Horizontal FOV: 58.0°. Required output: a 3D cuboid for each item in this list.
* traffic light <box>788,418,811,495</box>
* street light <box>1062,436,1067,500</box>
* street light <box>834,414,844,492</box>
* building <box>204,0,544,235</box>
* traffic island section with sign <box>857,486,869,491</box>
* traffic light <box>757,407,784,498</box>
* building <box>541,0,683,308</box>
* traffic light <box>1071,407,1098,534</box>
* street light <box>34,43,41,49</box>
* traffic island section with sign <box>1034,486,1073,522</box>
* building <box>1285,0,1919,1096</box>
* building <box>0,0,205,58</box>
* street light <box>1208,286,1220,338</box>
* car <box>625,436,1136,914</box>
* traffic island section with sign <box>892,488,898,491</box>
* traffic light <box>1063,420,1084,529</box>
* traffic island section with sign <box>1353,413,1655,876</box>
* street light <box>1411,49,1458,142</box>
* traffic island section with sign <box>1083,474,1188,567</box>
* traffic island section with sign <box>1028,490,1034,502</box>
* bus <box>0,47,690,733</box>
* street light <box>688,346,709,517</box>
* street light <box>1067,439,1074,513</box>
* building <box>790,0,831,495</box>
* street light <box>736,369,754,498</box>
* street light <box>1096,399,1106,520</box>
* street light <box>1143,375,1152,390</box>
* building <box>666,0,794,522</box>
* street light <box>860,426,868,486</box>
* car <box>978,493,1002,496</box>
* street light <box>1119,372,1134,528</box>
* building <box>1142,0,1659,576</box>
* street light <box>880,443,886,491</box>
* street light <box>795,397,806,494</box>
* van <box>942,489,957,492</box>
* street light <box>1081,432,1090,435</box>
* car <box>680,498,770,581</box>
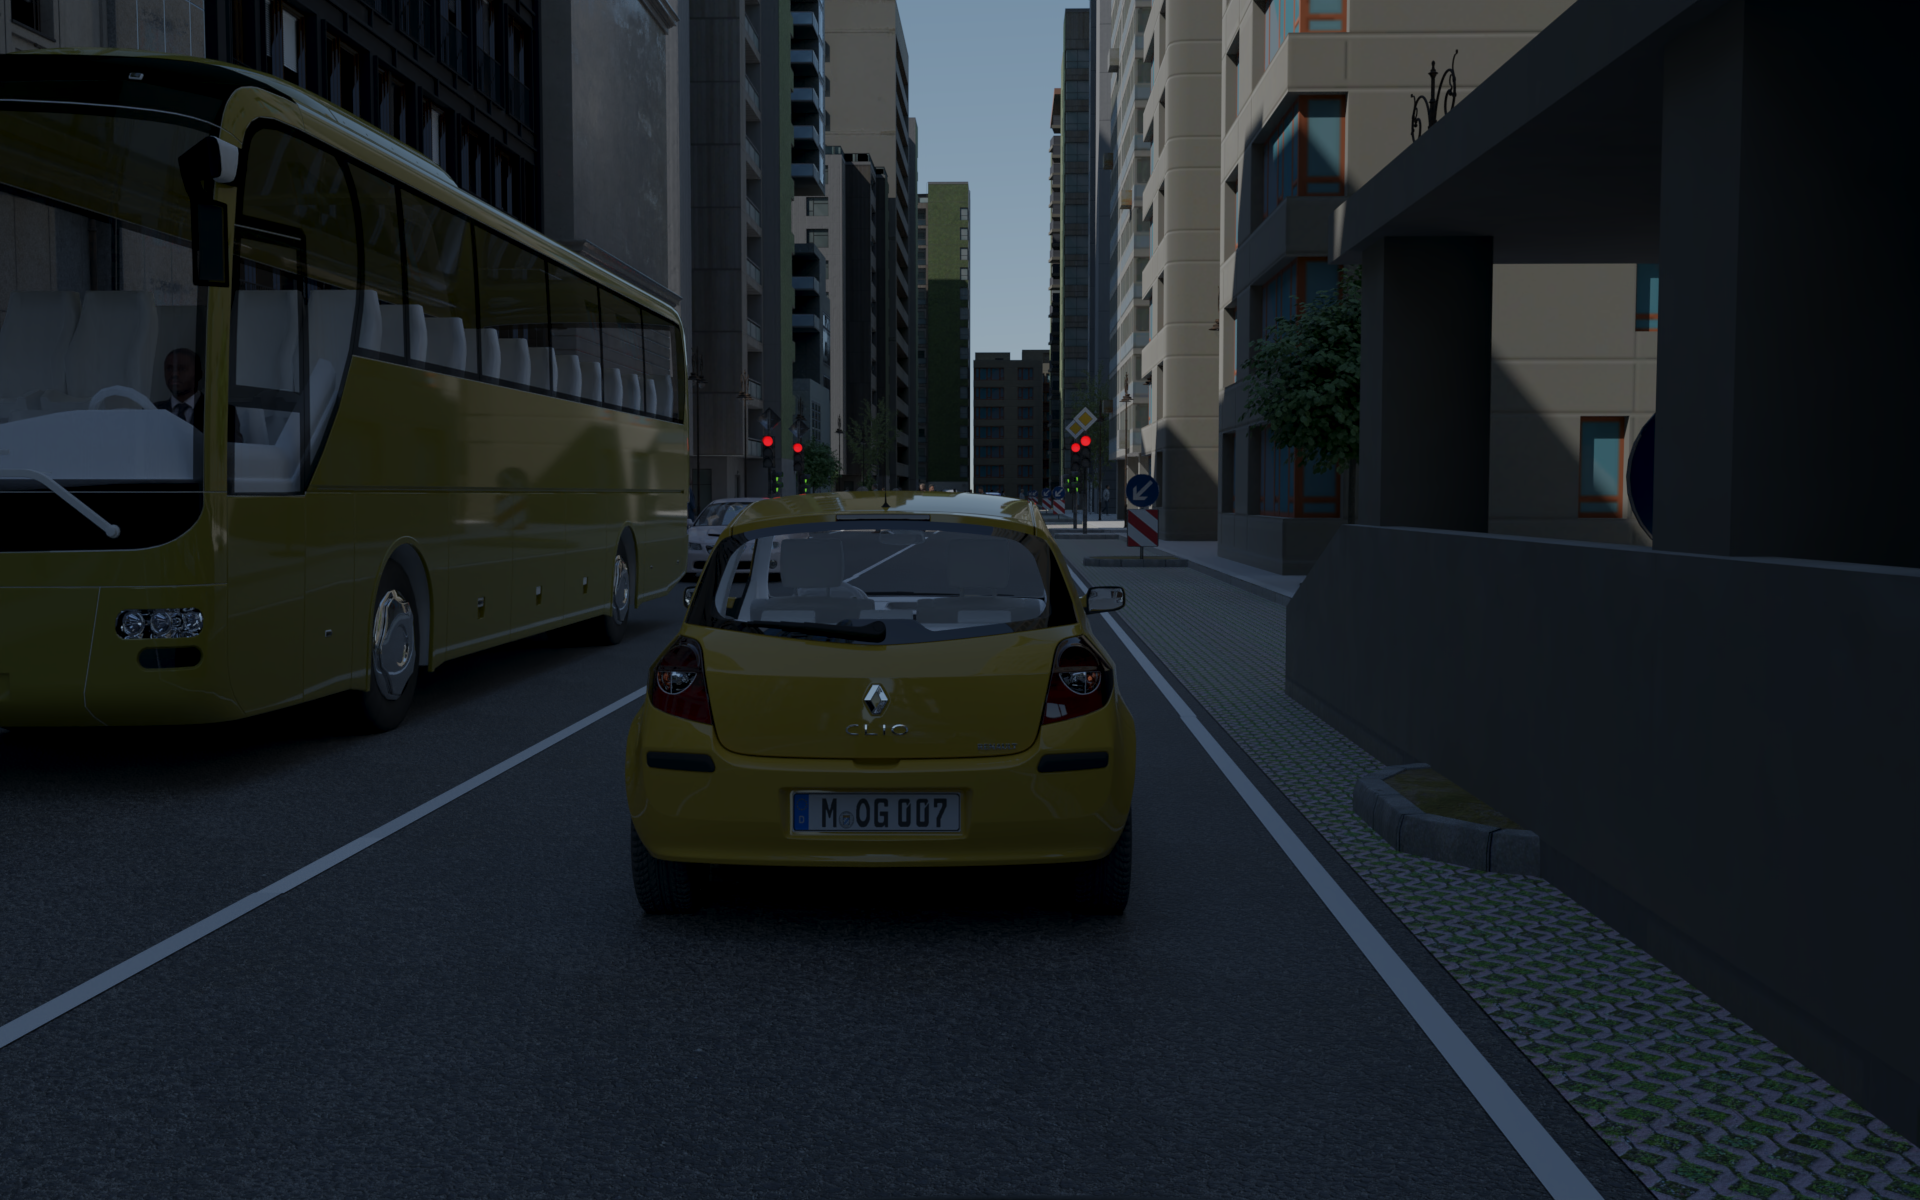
[{"bbox_3d":[-5.933,-4.591,63.990,0.839,4.253,0.868,0,4,2],"label":"traffic light"},{"bbox_3d":[8.313,-10.110,138.085,0.468,5.910,1.993,0,4,2],"label":"street light"},{"bbox_3d":[-6.966,-7.794,100.221,0.468,5.910,1.993,0,4,2],"label":"street light"},{"bbox_3d":[-15.511,-12.260,30.132,12.332,23.373,15.834,0,4,2],"label":"building"},{"bbox_3d":[-4.965,-4.922,89.094,1.989,1.847,2.006,0,4,2],"label":"traffic island section with sign"},{"bbox_3d":[-6.149,-4.103,56.008,0.839,4.253,0.868,0,4,2],"label":"traffic light"},{"bbox_3d":[-26.040,-14.063,49.021,34.723,24.649,14.460,0,4,2],"label":"building"},{"bbox_3d":[4.009,-4.087,55.750,0.839,4.253,0.868,0,4,2],"label":"traffic light"},{"bbox_3d":[-9.180,-2.789,18.393,0.468,5.910,1.993,0,4,2],"label":"street light"},{"bbox_3d":[4.945,-4.910,88.903,1.989,1.847,2.006,0,4,2],"label":"traffic island section with sign"},{"bbox_3d":[18.233,-19.075,3.753,32.217,40.220,23.993,0,4,2],"label":"building"},{"bbox_3d":[-15.720,-11.839,11.588,12.078,24.808,19.932,0,4,2],"label":"building"},{"bbox_3d":[5.553,-3.903,36.597,0.468,5.910,1.993,0,4,2],"label":"street light"},{"bbox_3d":[-0.255,0.177,7.336,2.015,1.641,3.980,0,4,0],"label":"car"},{"bbox_3d":[-4.231,-6.582,116.249,1.989,1.847,2.006,0,4,2],"label":"traffic island section with sign"},{"bbox_3d":[4.225,-4.576,63.733,0.839,4.253,0.868,0,4,2],"label":"traffic light"},{"bbox_3d":[2.747,0.083,7.275,1.989,1.847,2.006,0,4,2],"label":"traffic island section with sign"},{"bbox_3d":[5.047,-2.805,18.645,0.468,5.910,1.993,0,4,2],"label":"street light"},{"bbox_3d":[3.481,-1.591,34.644,1.989,1.847,2.006,0,4,2],"label":"traffic island section with sign"},{"bbox_3d":[5.675,-6.564,115.946,1.989,1.847,2.006,0,4,2],"label":"traffic island section with sign"},{"bbox_3d":[-4.497,-1.351,13.642,2.896,3.916,12.252,0,4,2],"label":"bus"},{"bbox_3d":[-8.211,-4.985,54.299,0.468,5.910,1.993,0,4,2],"label":"street light"},{"bbox_3d":[7.848,-9.012,120.131,0.468,5.910,1.993,0,4,2],"label":"street light"},{"bbox_3d":[-19.095,-48.772,110.093,22.319,86.520,31.000,0,4,2],"label":"building"},{"bbox_3d":[-7.967,-5.598,64.316,0.468,5.910,1.993,0,4,2],"label":"street light"},{"bbox_3d":[6.805,-6.808,84.097,0.468,5.910,1.993,0,4,2],"label":"street light"},{"bbox_3d":[6.109,-5.046,55.284,0.468,5.910,1.993,0,4,2],"label":"street light"},{"bbox_3d":[-15.035,-23.930,74.856,14.154,41.232,14.086,0,4,2],"label":"building"},{"bbox_3d":[-6.586,-8.892,118.177,0.468,5.910,1.993,0,4,2],"label":"street light"},{"bbox_3d":[1.386,-4.405,81.612,1.945,1.707,3.694,0,4,2],"label":"car"},{"bbox_3d":[6.297,-5.681,65.671,0.468,5.910,1.993,0,4,2],"label":"street light"},{"bbox_3d":[19.286,-11.965,40.667,27.650,21.520,28.899,0,4,2],"label":"building"},{"bbox_3d":[-6.047,-10.001,136.306,0.468,5.910,1.993,0,4,2],"label":"street light"},{"bbox_3d":[-7.552,-6.696,82.271,0.468,5.910,1.993,0,4,2],"label":"street light"},{"bbox_3d":[-0.894,-8.533,146.529,2.013,2.044,4.112,0,4,1],"label":"van"},{"bbox_3d":[7.378,-7.914,102.178,0.468,5.910,1.993,0,4,2],"label":"street light"},{"bbox_3d":[-3.694,-1.080,30.028,2.083,1.381,4.827,0,4,1],"label":"car"}]
